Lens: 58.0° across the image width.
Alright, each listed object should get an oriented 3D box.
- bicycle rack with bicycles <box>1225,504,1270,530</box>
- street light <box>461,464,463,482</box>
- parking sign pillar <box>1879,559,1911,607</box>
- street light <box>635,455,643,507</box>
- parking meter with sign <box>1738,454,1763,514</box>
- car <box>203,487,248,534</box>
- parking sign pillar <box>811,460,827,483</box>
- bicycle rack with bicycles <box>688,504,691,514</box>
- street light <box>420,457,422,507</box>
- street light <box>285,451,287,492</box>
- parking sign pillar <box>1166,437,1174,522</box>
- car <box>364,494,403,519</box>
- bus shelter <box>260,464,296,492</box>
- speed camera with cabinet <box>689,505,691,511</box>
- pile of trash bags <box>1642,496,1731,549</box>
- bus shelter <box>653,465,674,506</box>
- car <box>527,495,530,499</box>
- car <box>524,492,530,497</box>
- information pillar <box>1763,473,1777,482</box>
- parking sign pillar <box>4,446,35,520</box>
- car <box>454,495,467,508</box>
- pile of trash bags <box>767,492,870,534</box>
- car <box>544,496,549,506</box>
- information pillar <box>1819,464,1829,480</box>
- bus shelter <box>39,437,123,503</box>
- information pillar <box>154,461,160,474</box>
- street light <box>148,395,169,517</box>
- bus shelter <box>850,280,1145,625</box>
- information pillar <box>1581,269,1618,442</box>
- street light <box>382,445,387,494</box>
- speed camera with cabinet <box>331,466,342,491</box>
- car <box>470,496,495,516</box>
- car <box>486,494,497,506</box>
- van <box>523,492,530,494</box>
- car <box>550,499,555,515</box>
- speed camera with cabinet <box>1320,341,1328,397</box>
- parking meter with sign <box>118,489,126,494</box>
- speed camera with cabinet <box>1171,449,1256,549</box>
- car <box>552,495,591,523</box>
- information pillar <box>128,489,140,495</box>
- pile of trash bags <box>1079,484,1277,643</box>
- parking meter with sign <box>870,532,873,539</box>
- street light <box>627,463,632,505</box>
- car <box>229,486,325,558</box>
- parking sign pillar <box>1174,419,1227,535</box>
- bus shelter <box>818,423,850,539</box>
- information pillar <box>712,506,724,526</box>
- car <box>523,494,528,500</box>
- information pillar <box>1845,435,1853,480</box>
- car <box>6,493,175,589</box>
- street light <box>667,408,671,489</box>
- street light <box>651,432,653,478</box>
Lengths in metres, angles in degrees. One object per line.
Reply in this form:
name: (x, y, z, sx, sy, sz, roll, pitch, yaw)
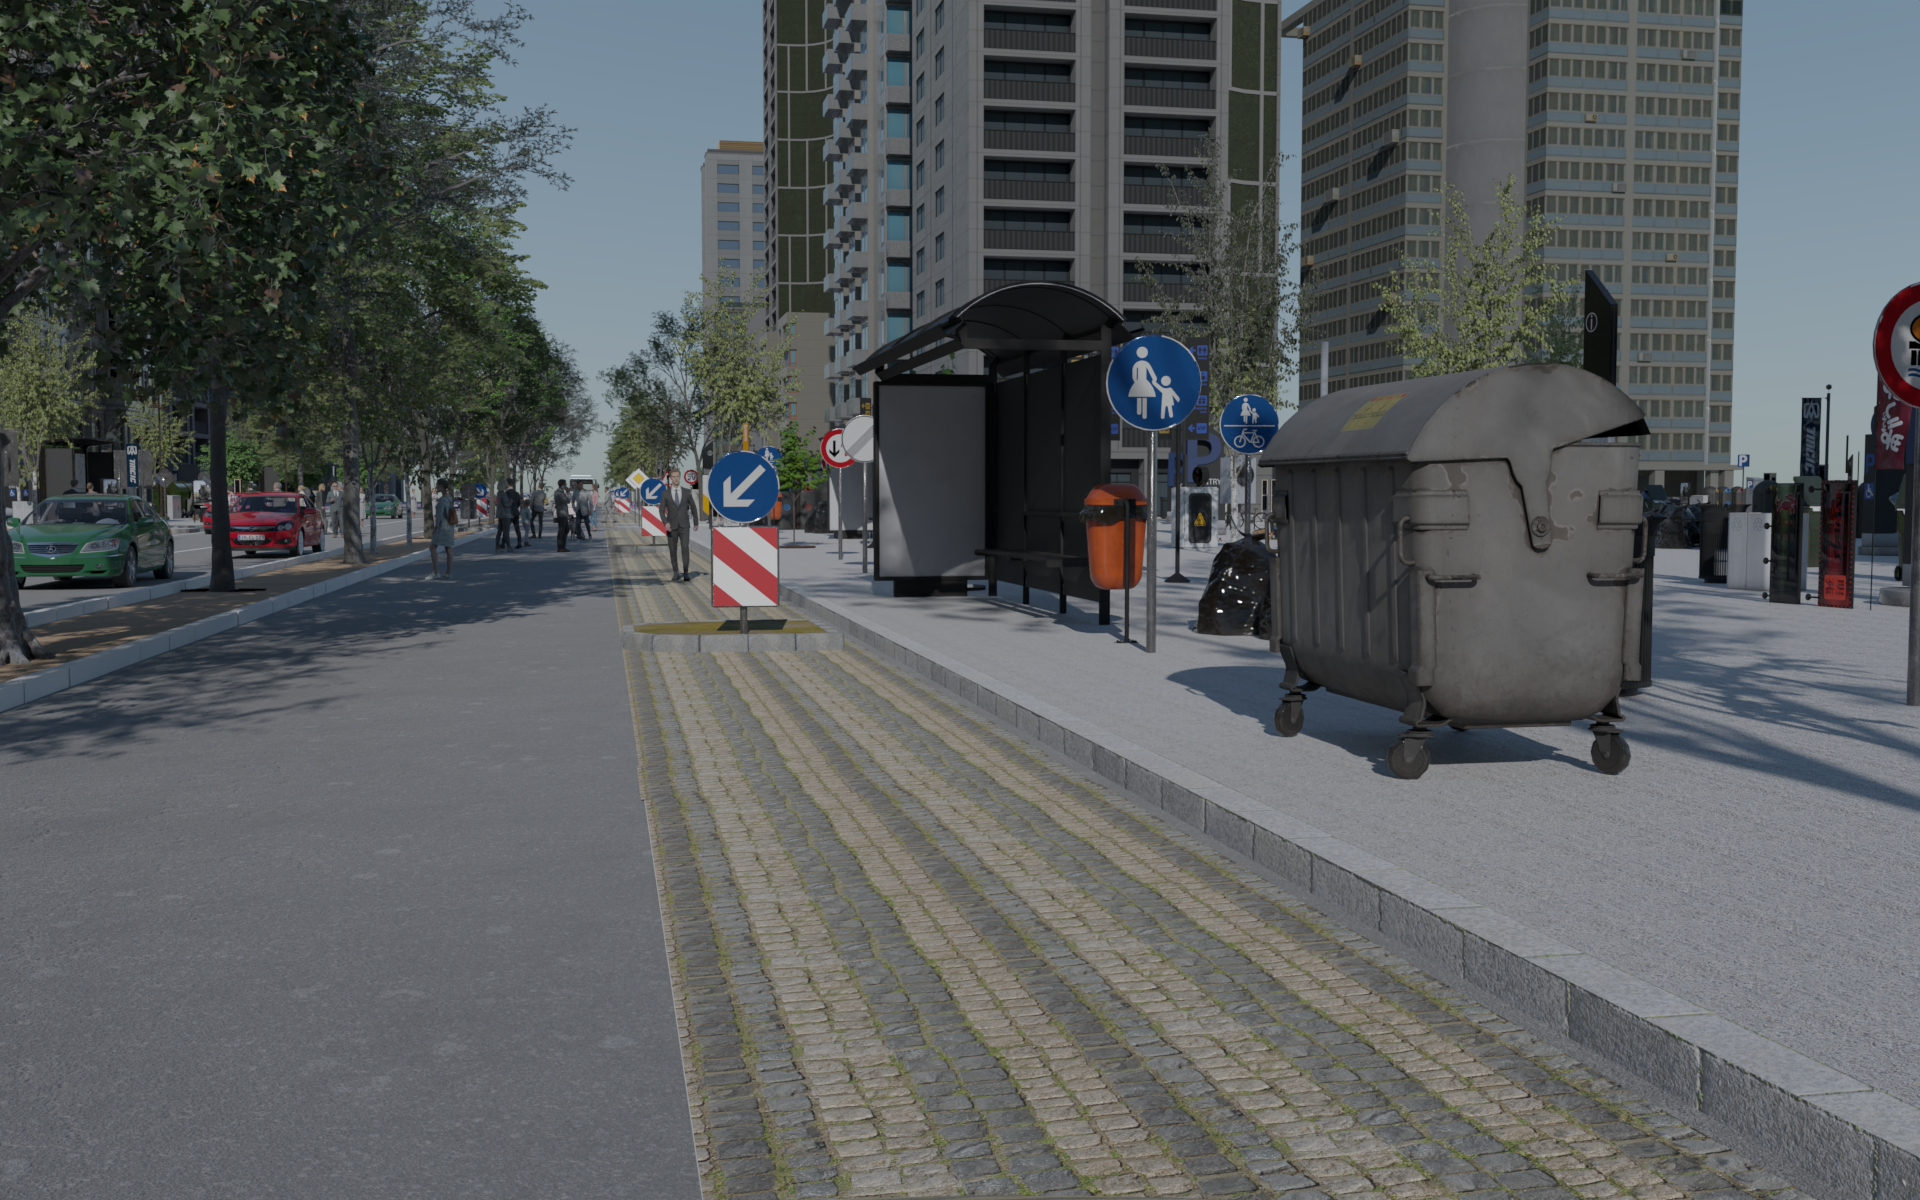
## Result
bicycle rack with bicycles: (9.372, -3.015, 62.681, 2.925, 0.926, 2.852, 3, 5, 39)
street light: (-65.509, -15.612, 228.046, 0.468, 5.910, 1.993, -1, 4, -12)
parking sign pillar: (11.387, -1.916, 19.803, 1.447, 3.967, 1.447, 0, 4, 0)
street light: (-30.964, -11.830, 166.200, 0.468, 5.910, 1.993, -1, 4, -12)
parking meter with sign: (35.164, -4.911, 76.557, 1.738, 3.016, 0.543, -2, 4, -28)
car: (-26.302, -3.307, 63.102, 2.155, 1.783, 4.494, -1, 4, -12)
parking sign pillar: (-9.112, -7.678, 114.004, 1.447, 3.967, 1.447, -1, 4, -10)
bicycle rack with bicycles: (-16.563, -6.056, 112.389, 2.852, 0.926, 2.925, -3, 4, -36)
street light: (-54.782, -12.428, 175.992, 0.468, 5.910, 1.993, -1, 4, -12)
street light: (-39.060, -7.801, 100.327, 0.468, 5.910, 1.993, -1, 4, -12)
parking sign pillar: (10.338, -5.647, 80.804, 1.447, 3.967, 1.447, 3, 4, 37)
car: (-33.522, -5.432, 100.607, 2.131, 1.459, 4.920, -1, 4, -11)
bus shelter: (-47.962, -8.018, 122.379, 1.731, 3.624, 6.357, -1, 4, -12)
speed camera with cabinet: (-20.185, -8.545, 134.049, 0.660, 3.252, 2.038, 1, 4, 23)
pile of trash bags: (16.558, -1.923, 41.193, 3.447, 1.369, 1.912, 0, 4, 1)
bus shelter: (-24.282, -9.197, 141.652, 1.731, 3.624, 6.357, -1, 4, -12)
car: (-50.766, -11.920, 206.889, 2.014, 1.417, 4.499, -1, 4, -12)
car: (-70.462, -16.669, 282.127, 1.945, 1.707, 3.694, -1, 4, -13)
information pillar: (27.929, -3.381, 59.771, 0.304, 2.012, 0.304, -2, 4, -27)
parking sign pillar: (-50.609, -6.421, 93.461, 1.447, 3.967, 1.447, -1, 4, -14)
car: (-44.306, -8.545, 152.288, 1.945, 1.354, 3.894, -1, 4, -12)
pile of trash bags: (-4.680, -2.873, 56.732, 3.447, 1.369, 1.912, 0, 4, -6)
car: (-52.729, -12.704, 217.929, 2.015, 1.641, 3.980, -1, 4, -10)
information pillar: (21.309, -2.353, 42.965, 0.304, 2.012, 0.304, 0, 4, 5)
bus shelter: (-37.373, -5.045, 73.773, 1.731, 3.624, 6.357, -1, 4, -12)
information pillar: (-56.346, -7.972, 121.691, 0.504, 3.616, 0.183, -2, 4, -24)
street light: (-33.092, -6.047, 71.657, 0.468, 5.910, 1.993, -1, 4, -12)
bus shelter: (0.216, -1.542, 19.128, 2.014, 3.302, 5.546, -1, 4, -12)
information pillar: (6.601, -1.626, 17.945, 0.183, 3.616, 0.504, -1, 4, -13)
street light: (-48.753, -10.650, 146.922, 0.468, 5.910, 1.993, -1, 4, -12)
speed camera with cabinet: (-43.998, -7.873, 123.053, 0.660, 3.252, 2.038, -3, 5, -44)
car: (-31.289, -6.143, 113.010, 1.945, 1.354, 3.894, -1, 4, -12)
car: (-56.507, -12.182, 208.214, 2.155, 1.783, 4.494, -1, 4, -11)
van: (-71.790, -17.101, 286.617, 2.013, 2.044, 4.112, -1, 4, -12)
car: (-26.992, -6.494, 118.537, 2.083, 1.381, 4.827, -1, 4, -12)
speed camera with cabinet: (4.836, -1.684, 21.862, 0.660, 3.252, 2.038, 0, 4, 7)
parking meter with sign: (-55.093, -7.105, 112.422, 1.738, 3.016, 0.543, -3, 5, -40)
speed camera with cabinet: (6.031, -2.861, 41.110, 2.038, 3.252, 0.660, -2, 4, -25)
car: (-19.509, -4.578, 87.208, 2.083, 1.381, 4.827, -1, 4, -11)
information pillar: (-54.686, -7.526, 114.398, 0.183, 3.616, 0.504, 3, 5, 43)
pile of trash bags: (2.720, -0.354, 15.533, 3.447, 1.369, 1.912, -1, 4, -16)
parking meter with sign: (-1.916, -3.312, 50.407, 1.738, 3.016, 0.543, -3, 5, -39)
street light: (-37.050, -13.593, 195.024, 0.468, 5.910, 1.993, -1, 4, -12)
car: (-15.935, -1.898, 40.076, 2.155, 1.783, 4.494, -1, 4, -11)
parking sign pillar: (7.659, -4.030, 54.362, 1.447, 3.967, 1.447, 0, 4, -4)
bus shelter: (-2.479, -3.233, 46.781, 2.014, 3.302, 5.546, -1, 4, -12)
information pillar: (-8.758, -3.556, 62.628, 0.304, 2.012, 0.304, 3, 4, 36)
car: (-67.972, -15.709, 269.209, 2.083, 1.381, 4.827, -1, 4, -12)
information pillar: (35.342, -4.754, 69.077, 0.183, 3.616, 0.504, 2, 4, 26)
car: (-13.920, -0.977, 27.767, 2.131, 1.459, 4.920, -1, 4, -14)
street light: (-15.342, -7.238, 91.133, 0.468, 5.910, 1.993, -1, 4, -12)
street light: (-21.305, -8.992, 119.805, 0.468, 5.910, 1.993, -1, 4, -12)
